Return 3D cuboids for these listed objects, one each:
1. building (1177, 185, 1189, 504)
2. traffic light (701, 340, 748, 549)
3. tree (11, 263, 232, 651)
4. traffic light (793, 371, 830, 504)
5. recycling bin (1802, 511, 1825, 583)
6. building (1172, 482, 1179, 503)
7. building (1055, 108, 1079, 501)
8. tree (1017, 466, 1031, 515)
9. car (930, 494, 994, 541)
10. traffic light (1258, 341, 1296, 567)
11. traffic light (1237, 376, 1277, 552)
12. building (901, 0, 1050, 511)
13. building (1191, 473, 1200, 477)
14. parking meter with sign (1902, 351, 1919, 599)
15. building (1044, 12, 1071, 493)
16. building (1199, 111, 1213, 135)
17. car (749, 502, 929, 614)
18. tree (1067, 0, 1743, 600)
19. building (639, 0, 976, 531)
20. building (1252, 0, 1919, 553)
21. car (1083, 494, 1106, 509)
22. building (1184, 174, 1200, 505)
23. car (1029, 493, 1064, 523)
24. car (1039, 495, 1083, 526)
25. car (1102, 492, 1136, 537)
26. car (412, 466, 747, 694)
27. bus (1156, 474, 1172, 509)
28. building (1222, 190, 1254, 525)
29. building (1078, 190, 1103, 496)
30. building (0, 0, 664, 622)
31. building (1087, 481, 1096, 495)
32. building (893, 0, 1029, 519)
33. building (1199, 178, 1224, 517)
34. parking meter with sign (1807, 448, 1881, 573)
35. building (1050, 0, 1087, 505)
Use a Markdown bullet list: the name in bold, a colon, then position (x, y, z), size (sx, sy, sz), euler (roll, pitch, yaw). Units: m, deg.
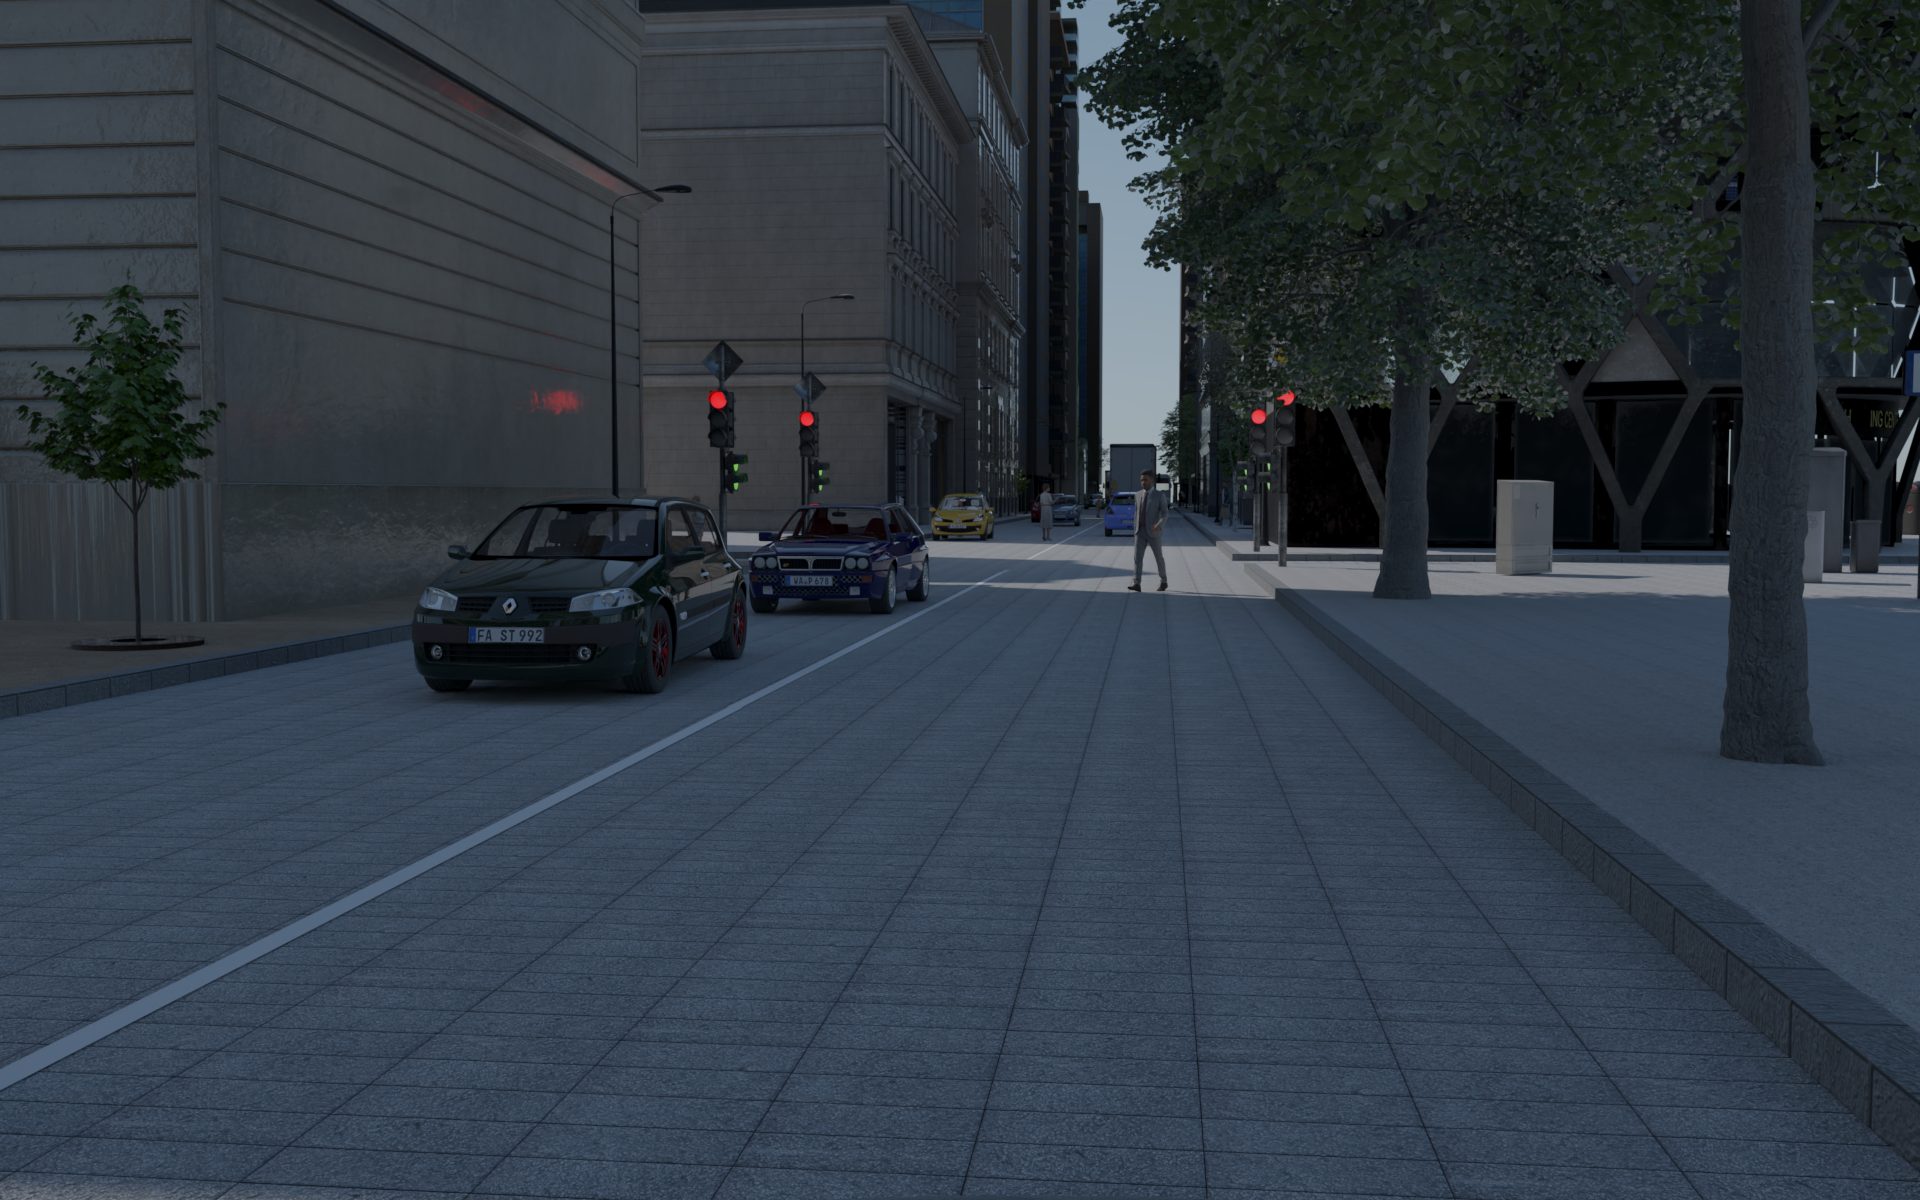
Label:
- **building**: position (37.327, -36.022, 239.067), size (14.600, 45.320, 14.200), euler (0, 4, 6)
- **traffic light**: position (-4.318, -2.611, 31.614), size (0.839, 4.253, 0.868), euler (0, 4, 6)
- **tree**: position (-6.890, -1.227, 14.670), size (1.663, 3.219, 1.824), euler (0, 3, 0)
- **traffic light**: position (-3.415, -3.096, 39.548), size (0.839, 4.253, 0.868), euler (0, 4, 6)
- **recycling bin**: position (12.198, -0.778, 25.270), size (0.722, 1.027, 0.722), euler (2, 4, 27)
- **building**: position (47.978, -34.591, 257.439), size (32.217, 40.220, 23.993), euler (0, 4, 6)
- **building**: position (4.933, -30.315, 179.242), size (14.154, 41.232, 14.086), euler (0, 4, 6)
- **tree**: position (3.717, -7.274, 113.536), size (1.663, 3.219, 1.824), euler (0, 3, 0)
- **car**: position (0.108, -2.702, 54.394), size (2.015, 1.641, 3.980), euler (0, 4, 5)
- **traffic light**: position (5.681, -2.543, 30.496), size (0.839, 4.253, 0.868), euler (0, 4, 6)
- **traffic light**: position (6.583, -3.028, 38.430), size (0.839, 4.253, 0.868), euler (0, 4, 6)
- **building**: position (-0.347, -29.704, 135.779), size (14.600, 45.320, 14.200), euler (0, 4, 6)
- **building**: position (35.248, -33.754, 171.493), size (23.786, 49.044, 30.456), euler (0, 4, 6)
- **parking meter with sign**: position (11.678, -1.470, 20.295), size (0.543, 3.016, 1.738), euler (0, 4, 5)
- **building**: position (-1.431, -30.764, 157.608), size (22.147, 44.769, 28.867), euler (0, 4, 6)
- **building**: position (24.004, -28.913, 122.832), size (14.600, 45.320, 14.200), euler (0, 4, 6)
- **car**: position (-1.475, -0.575, 21.978), size (1.945, 1.354, 3.894), euler (1, 4, 8)
- **tree**: position (5.475, -6.999, 21.086), size (9.857, 13.997, 8.962), euler (0, 3, 0)
- **building**: position (-6.771, -12.826, 60.619), size (10.553, 20.767, 40.483), euler (0, 4, 6)
- **building**: position (16.650, -10.870, 45.183), size (16.811, 18.784, 16.820), euler (0, 4, 6)
- **car**: position (12.643, -9.216, 162.481), size (2.131, 1.459, 4.920), euler (0, 4, 8)
- **building**: position (39.395, -34.397, 217.021), size (22.147, 44.769, 28.867), euler (0, 4, 6)
- **car**: position (4.622, -4.836, 88.108), size (2.155, 1.783, 4.494), euler (0, 4, 7)
- **car**: position (4.579, -4.058, 78.350), size (2.014, 1.417, 4.499), euler (0, 4, 5)
- **car**: position (5.827, -3.043, 59.350), size (1.945, 1.707, 3.694), euler (0, 4, 6)
- **car**: position (-2.872, -0.241, 13.721), size (2.009, 1.686, 4.222), euler (0, 4, 5)
- **bus**: position (18.705, -10.383, 164.621), size (2.948, 3.499, 13.247), euler (0, 4, 6)
- **building**: position (18.578, -17.387, 81.537), size (12.463, 27.353, 25.104), euler (0, 4, 6)
- **building**: position (14.215, -37.259, 259.287), size (14.600, 45.320, 14.200), euler (0, 4, 6)
- **building**: position (-20.701, -11.754, 25.464), size (30.059, 22.955, 16.112), euler (0, 4, 6)
- **building**: position (2.738, -33.620, 241.561), size (32.217, 40.220, 23.993), euler (0, 4, 6)
- **building**: position (-3.421, -18.092, 93.075), size (12.463, 27.353, 25.104), euler (0, 4, 6)
- **building**: position (19.386, -15.564, 103.621), size (9.793, 20.994, 18.267), euler (0, 4, 6)
- **parking meter with sign**: position (14.084, -1.962, 28.336), size (1.738, 3.016, 0.543), euler (1, 4, 11)
- **building**: position (4.795, -55.011, 212.102), size (22.319, 86.520, 31.000), euler (0, 4, 6)
